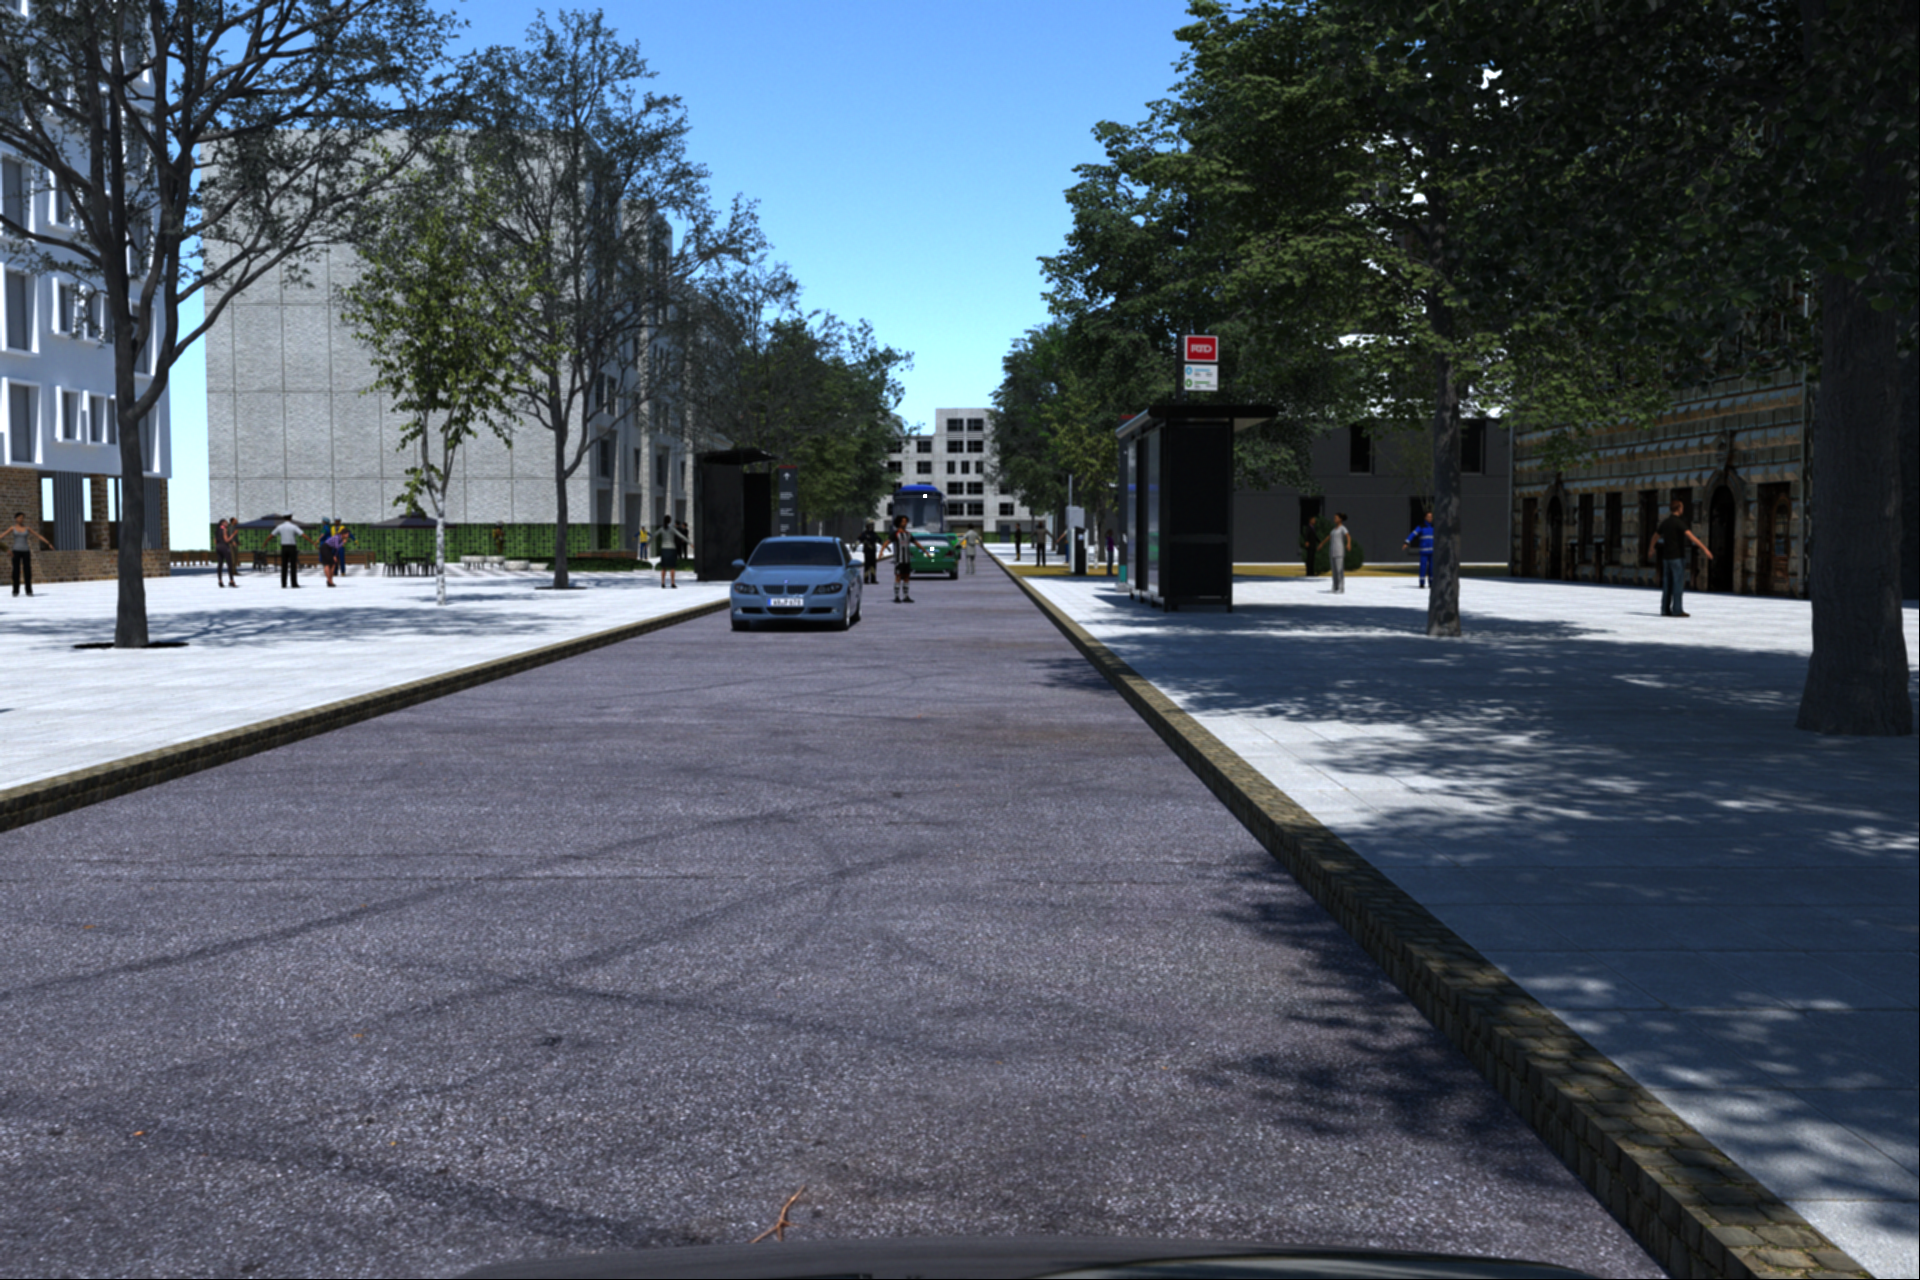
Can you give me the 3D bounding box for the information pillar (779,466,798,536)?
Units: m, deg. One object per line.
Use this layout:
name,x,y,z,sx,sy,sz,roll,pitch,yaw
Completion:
information pillar,-6.512,-4.671,65.747,0.750,3.857,0.750,0,4,2

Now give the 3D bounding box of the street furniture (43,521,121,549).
street furniture,-32.447,-3.100,57.538,11.010,1.723,9.812,3,5,40

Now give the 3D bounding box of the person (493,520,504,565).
person,-19.248,-4.087,72.583,0.705,1.858,1.354,-1,4,-15

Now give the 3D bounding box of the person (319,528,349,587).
person,-15.149,-2.000,41.976,0.697,1.427,0.421,-1,4,-9

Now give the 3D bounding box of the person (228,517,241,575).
person,-22.539,-2.908,53.818,0.705,1.796,1.348,-1,4,-16

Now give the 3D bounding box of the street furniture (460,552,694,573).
street furniture,-13.042,-2.785,61.165,10.072,0.657,5.734,3,4,37

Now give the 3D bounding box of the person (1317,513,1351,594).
person,8.091,-1.874,37.405,0.721,1.739,1.217,-1,4,-21

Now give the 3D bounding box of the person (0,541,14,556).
person,-15.363,-1.235,26.973,0.721,1.736,1.217,2,4,31

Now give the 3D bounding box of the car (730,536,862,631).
car,-2.507,-0.931,27.228,2.014,1.417,4.499,0,4,0

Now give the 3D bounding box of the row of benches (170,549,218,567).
row of benches,-31.014,-3.304,69.482,1.422,0.672,4.104,0,4,5

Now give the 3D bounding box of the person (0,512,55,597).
person,-19.270,-1.759,35.572,1.217,1.737,0.721,-2,4,-35

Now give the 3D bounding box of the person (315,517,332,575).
person,-20.174,-2.992,55.046,0.704,1.817,1.347,0,3,0

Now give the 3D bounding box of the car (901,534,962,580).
car,-0.980,-2.680,55.621,2.131,1.459,4.920,0,4,-1

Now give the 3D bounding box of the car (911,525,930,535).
car,-1.635,-3.725,69.701,1.959,1.807,4.718,0,4,1

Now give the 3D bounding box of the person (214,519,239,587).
person,-17.626,-2.089,41.661,0.593,1.643,0.415,-1,4,-9

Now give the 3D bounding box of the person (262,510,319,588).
person,-15.994,-2.171,41.291,1.343,1.855,0.704,0,4,-1

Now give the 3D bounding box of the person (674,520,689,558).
person,-11.333,-3.885,69.447,0.705,1.837,1.347,3,5,40

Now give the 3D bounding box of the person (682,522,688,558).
person,-12.489,-4.421,78.463,0.705,1.806,1.347,-1,4,-10

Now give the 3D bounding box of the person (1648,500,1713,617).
person,11.103,-1.263,26.861,0.705,1.803,1.348,-1,4,-18

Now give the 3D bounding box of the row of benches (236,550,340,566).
row of benches,-26.914,-3.294,69.317,4.104,0.672,1.422,-1,4,-14

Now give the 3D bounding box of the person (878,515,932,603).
person,-1.189,-1.684,36.129,1.345,1.843,0.704,-3,4,-38

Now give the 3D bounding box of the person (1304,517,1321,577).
person,10.593,-2.807,52.123,0.704,1.802,1.346,2,4,31

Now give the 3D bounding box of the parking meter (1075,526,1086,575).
parking meter,3.823,-2.846,54.950,0.372,1.533,0.369,0,3,0

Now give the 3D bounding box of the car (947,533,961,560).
car,-0.848,-5.487,98.504,1.959,1.807,4.718,0,4,-1

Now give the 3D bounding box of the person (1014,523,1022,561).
person,2.749,-4.704,83.054,0.704,1.812,1.346,0,4,5

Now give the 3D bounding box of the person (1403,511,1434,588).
person,11.086,-2.142,40.998,1.345,1.831,0.704,-1,4,-9

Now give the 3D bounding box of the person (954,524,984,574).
person,0.360,-3.260,61.942,1.347,1.806,0.705,-3,4,-37

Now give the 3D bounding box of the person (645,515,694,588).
person,-6.896,-2.094,41.076,1.217,1.735,0.721,1,4,9

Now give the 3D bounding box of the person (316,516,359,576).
person,-18.988,-2.868,52.868,1.349,1.833,0.705,0,4,2

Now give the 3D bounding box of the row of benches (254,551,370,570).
row of benches,-23.654,-2.909,63.018,4.104,0.672,1.422,0,4,-8

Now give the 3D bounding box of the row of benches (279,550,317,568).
row of benches,-25.384,-3.110,66.312,1.422,0.672,4.104,-2,4,-31

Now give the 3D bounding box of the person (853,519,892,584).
person,-2.562,-2.534,49.661,1.354,1.856,0.705,-3,5,-39

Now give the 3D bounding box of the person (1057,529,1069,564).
person,4.653,-4.185,74.282,0.705,1.847,1.347,3,5,44

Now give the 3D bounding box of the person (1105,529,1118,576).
person,4.650,-2.669,52.904,0.599,1.433,0.991,2,4,26

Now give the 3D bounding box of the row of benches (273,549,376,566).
row of benches,-26.103,-3.424,71.437,4.104,0.672,1.422,-1,4,-14

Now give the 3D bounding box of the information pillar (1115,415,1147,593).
information pillar,3.808,-2.971,37.957,0.750,3.857,0.750,0,4,0

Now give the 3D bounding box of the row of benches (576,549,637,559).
row of benches,-14.397,-3.395,70.968,1.422,0.672,4.104,1,4,17

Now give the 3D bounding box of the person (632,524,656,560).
person,-15.594,-4.832,85.472,1.216,1.772,0.721,-2,4,-29

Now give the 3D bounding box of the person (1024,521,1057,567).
person,3.167,-3.776,67.867,1.348,1.813,0.705,1,4,17

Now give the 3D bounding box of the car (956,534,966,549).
car,0.189,-8.541,149.862,2.015,1.641,3.980,0,4,0

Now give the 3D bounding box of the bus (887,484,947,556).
bus,-2.027,-5.995,89.563,2.896,3.916,12.251,0,4,0
